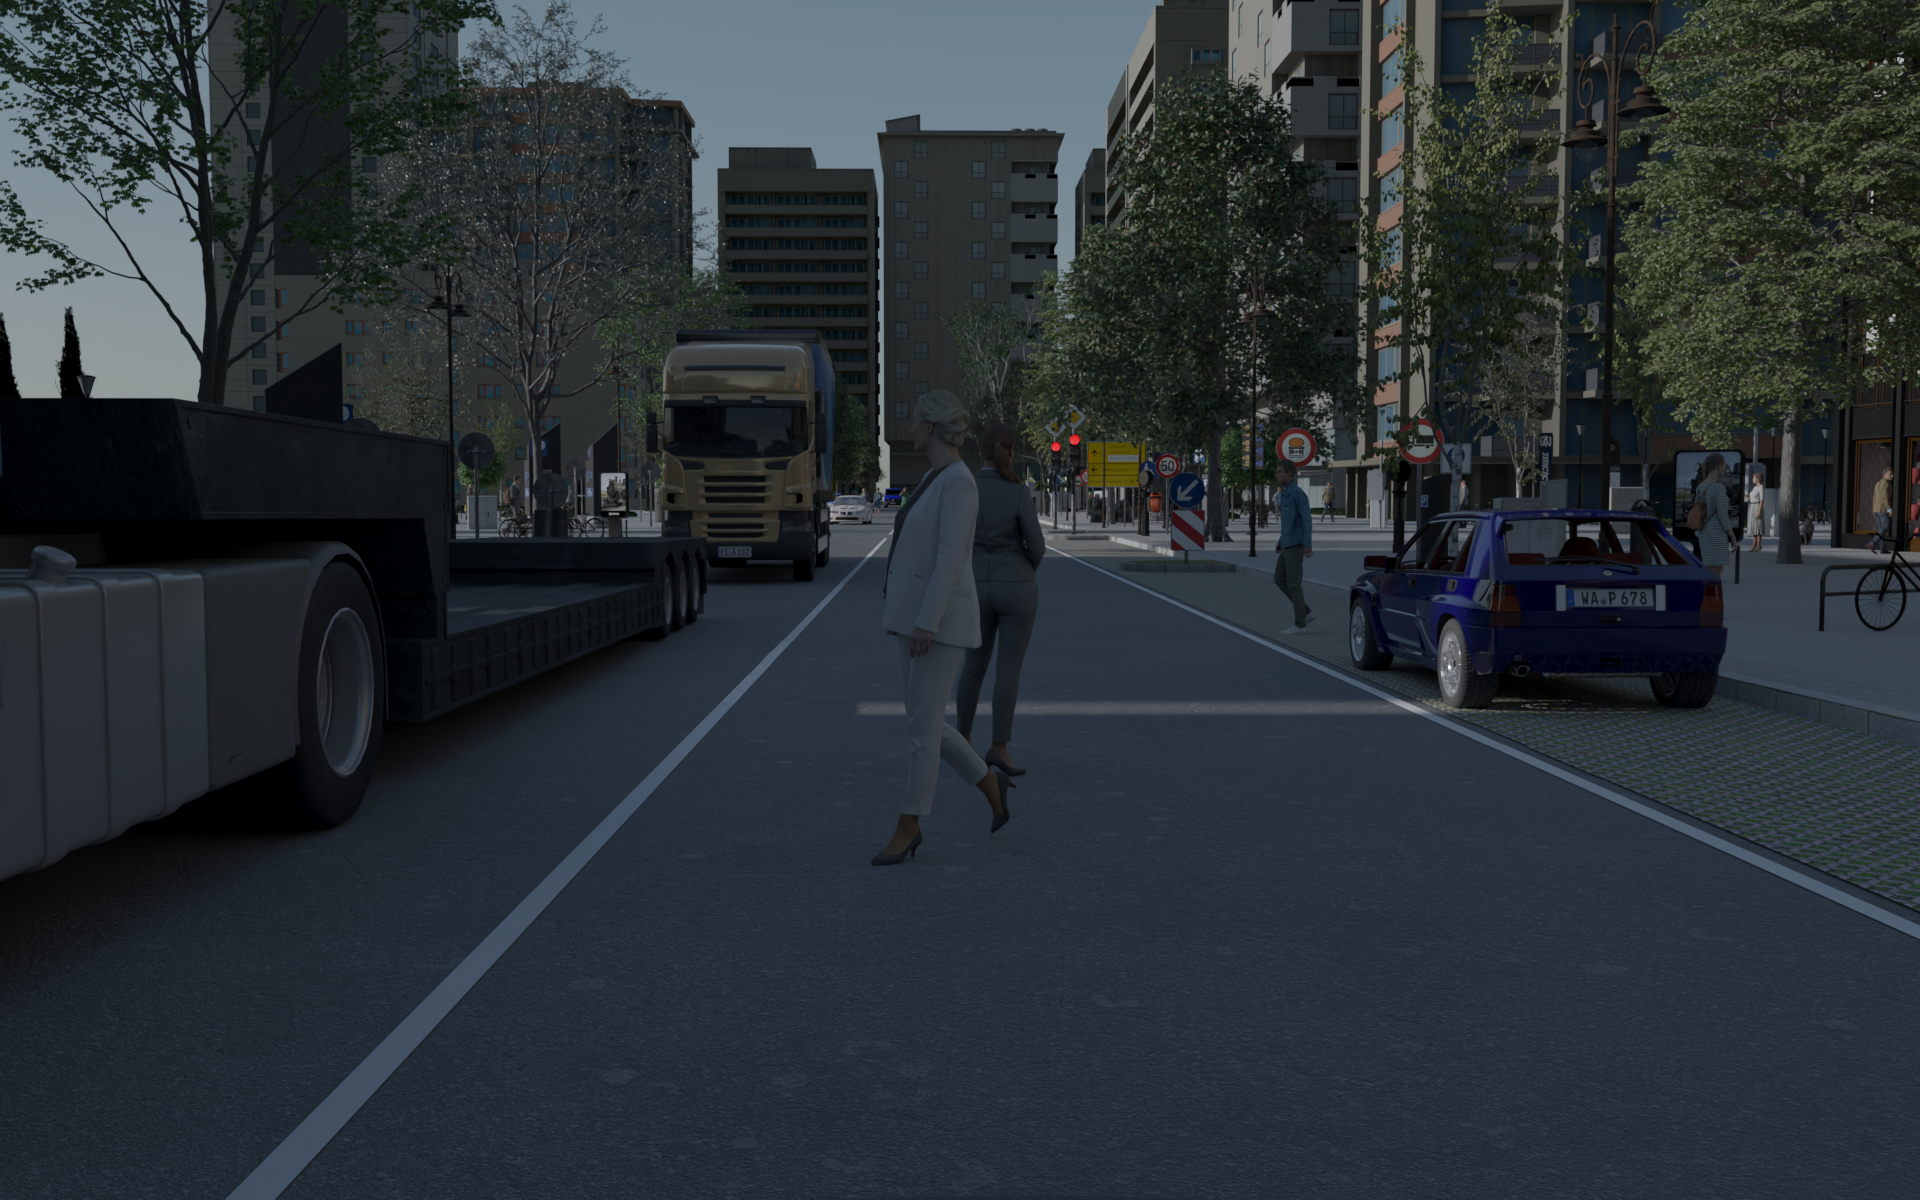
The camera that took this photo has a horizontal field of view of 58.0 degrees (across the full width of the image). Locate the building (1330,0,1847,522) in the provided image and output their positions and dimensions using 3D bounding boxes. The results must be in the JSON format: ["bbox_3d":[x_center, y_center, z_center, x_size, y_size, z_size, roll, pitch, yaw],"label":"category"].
[{"bbox_3d":[34.187,-26.542,88.585,28.867,44.769,22.147,0,4,-1],"label":"building"}]

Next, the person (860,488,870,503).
[{"bbox_3d":[-5.714,-5.786,103.500,0.661,1.777,0.834,0,4,8],"label":"person"}]

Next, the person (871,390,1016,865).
[{"bbox_3d":[-0.042,0.090,6.902,0.818,1.842,0.514,-3,4,-37],"label":"person"}]

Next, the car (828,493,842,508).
[{"bbox_3d":[-9.531,-7.396,130.507,1.945,1.707,3.694,0,4,0],"label":"car"}]

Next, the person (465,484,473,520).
[{"bbox_3d":[-24.379,-4.878,86.015,0.699,1.804,1.509,0,4,-5],"label":"person"}]

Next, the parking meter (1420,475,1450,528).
[{"bbox_3d":[6.431,-0.921,23.474,0.372,1.533,0.369,0,3,0],"label":"parking meter"}]

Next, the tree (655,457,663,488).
[{"bbox_3d":[-22.011,-9.053,131.737,4.285,4.588,4.351,0,3,0],"label":"tree"}]

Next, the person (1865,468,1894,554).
[{"bbox_3d":[19.679,-1.894,36.928,0.836,1.842,0.656,-2,4,-25],"label":"person"}]

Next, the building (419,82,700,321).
[{"bbox_3d":[-41.765,-32.568,187.106,28.867,44.769,22.147,0,4,-1],"label":"building"}]

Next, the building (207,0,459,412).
[{"bbox_3d":[-66.528,-45.819,187.398,20.611,71.187,20.563,0,4,-1],"label":"building"}]

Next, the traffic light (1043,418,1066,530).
[{"bbox_3d":[3.422,-4.503,62.538,0.839,4.253,0.868,0,4,-1],"label":"traffic light"}]

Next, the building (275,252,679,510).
[{"bbox_3d":[-40.447,-18.756,151.702,27.650,21.520,28.899,0,4,-1],"label":"building"}]

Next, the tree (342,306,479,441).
[{"bbox_3d":[-21.082,-7.156,67.357,4.360,8.622,3.978,0,3,0],"label":"tree"}]

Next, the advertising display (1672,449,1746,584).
[{"bbox_3d":[10.798,-1.210,25.002,0.974,1.923,0.123,3,5,43],"label":"advertising display"}]

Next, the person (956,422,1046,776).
[{"bbox_3d":[0.210,-0.007,8.886,0.520,1.790,0.573,1,4,14],"label":"person"}]

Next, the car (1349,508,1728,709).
[{"bbox_3d":[4.096,-0.018,12.874,1.945,1.354,3.894,0,4,-1],"label":"car"}]

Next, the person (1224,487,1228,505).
[{"bbox_3d":[19.773,-7.547,129.544,0.694,1.812,0.767,0,4,7],"label":"person"}]

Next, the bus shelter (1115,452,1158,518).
[{"bbox_3d":[9.034,-6.932,90.974,2.179,5.291,8.768,0,4,-1],"label":"bus shelter"}]

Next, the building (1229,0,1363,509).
[{"bbox_3d":[34.712,-32.692,123.753,28.713,52.752,27.495,0,4,-1],"label":"building"}]

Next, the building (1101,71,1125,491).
[{"bbox_3d":[27.519,-34.557,188.714,21.300,48.544,21.600,0,4,-1],"label":"building"}]

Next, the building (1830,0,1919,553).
[{"bbox_3d":[27.035,-12.422,32.782,12.332,23.373,15.834,0,4,-1],"label":"building"}]

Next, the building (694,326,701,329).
[{"bbox_3d":[-40.196,-28.705,241.027,14.107,30.474,14.160,0,4,-1],"label":"building"}]

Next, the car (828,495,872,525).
[{"bbox_3d":[-5.205,-4.292,82.529,2.083,1.381,4.827,0,4,1],"label":"car"}]

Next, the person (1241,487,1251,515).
[{"bbox_3d":[17.790,-6.148,107.052,0.782,1.767,0.515,2,4,28],"label":"person"}]

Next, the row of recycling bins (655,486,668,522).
[{"bbox_3d":[-12.500,-4.312,77.617,1.069,1.692,3.534,-3,5,-44],"label":"row of recycling bins"}]

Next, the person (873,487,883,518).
[{"bbox_3d":[-4.825,-5.727,102.153,0.581,1.822,0.654,0,4,7],"label":"person"}]

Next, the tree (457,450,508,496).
[{"bbox_3d":[-30.022,-7.642,108.660,4.285,4.588,4.351,0,3,0],"label":"tree"}]

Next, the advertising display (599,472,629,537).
[{"bbox_3d":[-9.971,-2.736,49.947,0.974,1.923,0.123,2,4,27],"label":"advertising display"}]

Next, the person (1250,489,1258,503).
[{"bbox_3d":[18.747,-6.392,110.648,0.679,1.850,0.850,3,4,36],"label":"person"}]

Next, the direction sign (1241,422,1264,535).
[{"bbox_3d":[9.118,-3.792,53.998,0.379,3.537,0.876,-3,5,-40],"label":"direction sign"}]

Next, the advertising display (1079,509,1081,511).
[{"bbox_3d":[8.962,-7.644,130.196,0.123,1.923,0.974,-2,4,-34],"label":"advertising display"}]

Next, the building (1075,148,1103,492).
[{"bbox_3d":[27.080,-38.032,245.531,21.600,48.544,21.300,0,4,-1],"label":"building"}]

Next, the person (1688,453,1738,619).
[{"bbox_3d":[7.710,-0.654,17.743,0.522,1.701,0.512,-1,4,-8],"label":"person"}]

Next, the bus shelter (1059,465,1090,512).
[{"bbox_3d":[8.207,-7.880,122.757,2.014,3.302,5.546,0,4,-1],"label":"bus shelter"}]

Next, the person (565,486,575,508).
[{"bbox_3d":[-23.091,-5.883,102.622,0.661,1.777,0.834,1,4,15],"label":"person"}]

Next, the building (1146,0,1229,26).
[{"bbox_3d":[27.981,-33.239,167.159,21.300,48.544,21.600,0,4,-1],"label":"building"}]

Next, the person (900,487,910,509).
[{"bbox_3d":[-2.935,-5.165,93.201,0.600,1.795,0.529,0,4,5],"label":"person"}]

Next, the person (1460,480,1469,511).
[{"bbox_3d":[18.956,-3.617,65.370,0.473,1.802,0.592,3,5,43],"label":"person"}]

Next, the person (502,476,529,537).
[{"bbox_3d":[-13.346,-2.807,51.900,0.822,1.834,0.622,-1,4,-22],"label":"person"}]

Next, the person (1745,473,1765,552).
[{"bbox_3d":[17.601,-1.948,38.460,0.524,1.755,0.480,0,4,-1],"label":"person"}]

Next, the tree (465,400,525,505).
[{"bbox_3d":[-35.928,-11.260,134.459,4.737,8.622,4.395,0,3,0],"label":"tree"}]

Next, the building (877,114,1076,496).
[{"bbox_3d":[2.318,-40.346,248.900,27.495,52.752,28.713,0,4,-1],"label":"building"}]

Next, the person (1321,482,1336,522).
[{"bbox_3d":[16.793,-4.471,79.059,0.656,1.842,0.836,-3,5,-39],"label":"person"}]

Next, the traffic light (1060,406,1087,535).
[{"bbox_3d":[3.567,-4.014,54.554,0.839,4.253,0.868,0,4,-1],"label":"traffic light"}]

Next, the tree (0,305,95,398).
[{"bbox_3d":[-65.703,-13.530,123.041,13.155,14.587,18.604,-2,4,-29],"label":"tree"}]

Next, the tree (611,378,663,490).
[{"bbox_3d":[-18.940,-9.545,106.430,4.360,8.622,3.978,0,3,0],"label":"tree"}]

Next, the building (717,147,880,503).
[{"bbox_3d":[-22.308,-37.986,244.768,21.600,48.544,21.300,0,4,-1],"label":"building"}]

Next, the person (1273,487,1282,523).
[{"bbox_3d":[14.168,-4.226,76.943,0.589,1.601,0.330,-1,4,-23],"label":"person"}]

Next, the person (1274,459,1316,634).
[{"bbox_3d":[3.421,-0.537,17.629,0.444,1.785,0.601,0,4,6],"label":"person"}]
